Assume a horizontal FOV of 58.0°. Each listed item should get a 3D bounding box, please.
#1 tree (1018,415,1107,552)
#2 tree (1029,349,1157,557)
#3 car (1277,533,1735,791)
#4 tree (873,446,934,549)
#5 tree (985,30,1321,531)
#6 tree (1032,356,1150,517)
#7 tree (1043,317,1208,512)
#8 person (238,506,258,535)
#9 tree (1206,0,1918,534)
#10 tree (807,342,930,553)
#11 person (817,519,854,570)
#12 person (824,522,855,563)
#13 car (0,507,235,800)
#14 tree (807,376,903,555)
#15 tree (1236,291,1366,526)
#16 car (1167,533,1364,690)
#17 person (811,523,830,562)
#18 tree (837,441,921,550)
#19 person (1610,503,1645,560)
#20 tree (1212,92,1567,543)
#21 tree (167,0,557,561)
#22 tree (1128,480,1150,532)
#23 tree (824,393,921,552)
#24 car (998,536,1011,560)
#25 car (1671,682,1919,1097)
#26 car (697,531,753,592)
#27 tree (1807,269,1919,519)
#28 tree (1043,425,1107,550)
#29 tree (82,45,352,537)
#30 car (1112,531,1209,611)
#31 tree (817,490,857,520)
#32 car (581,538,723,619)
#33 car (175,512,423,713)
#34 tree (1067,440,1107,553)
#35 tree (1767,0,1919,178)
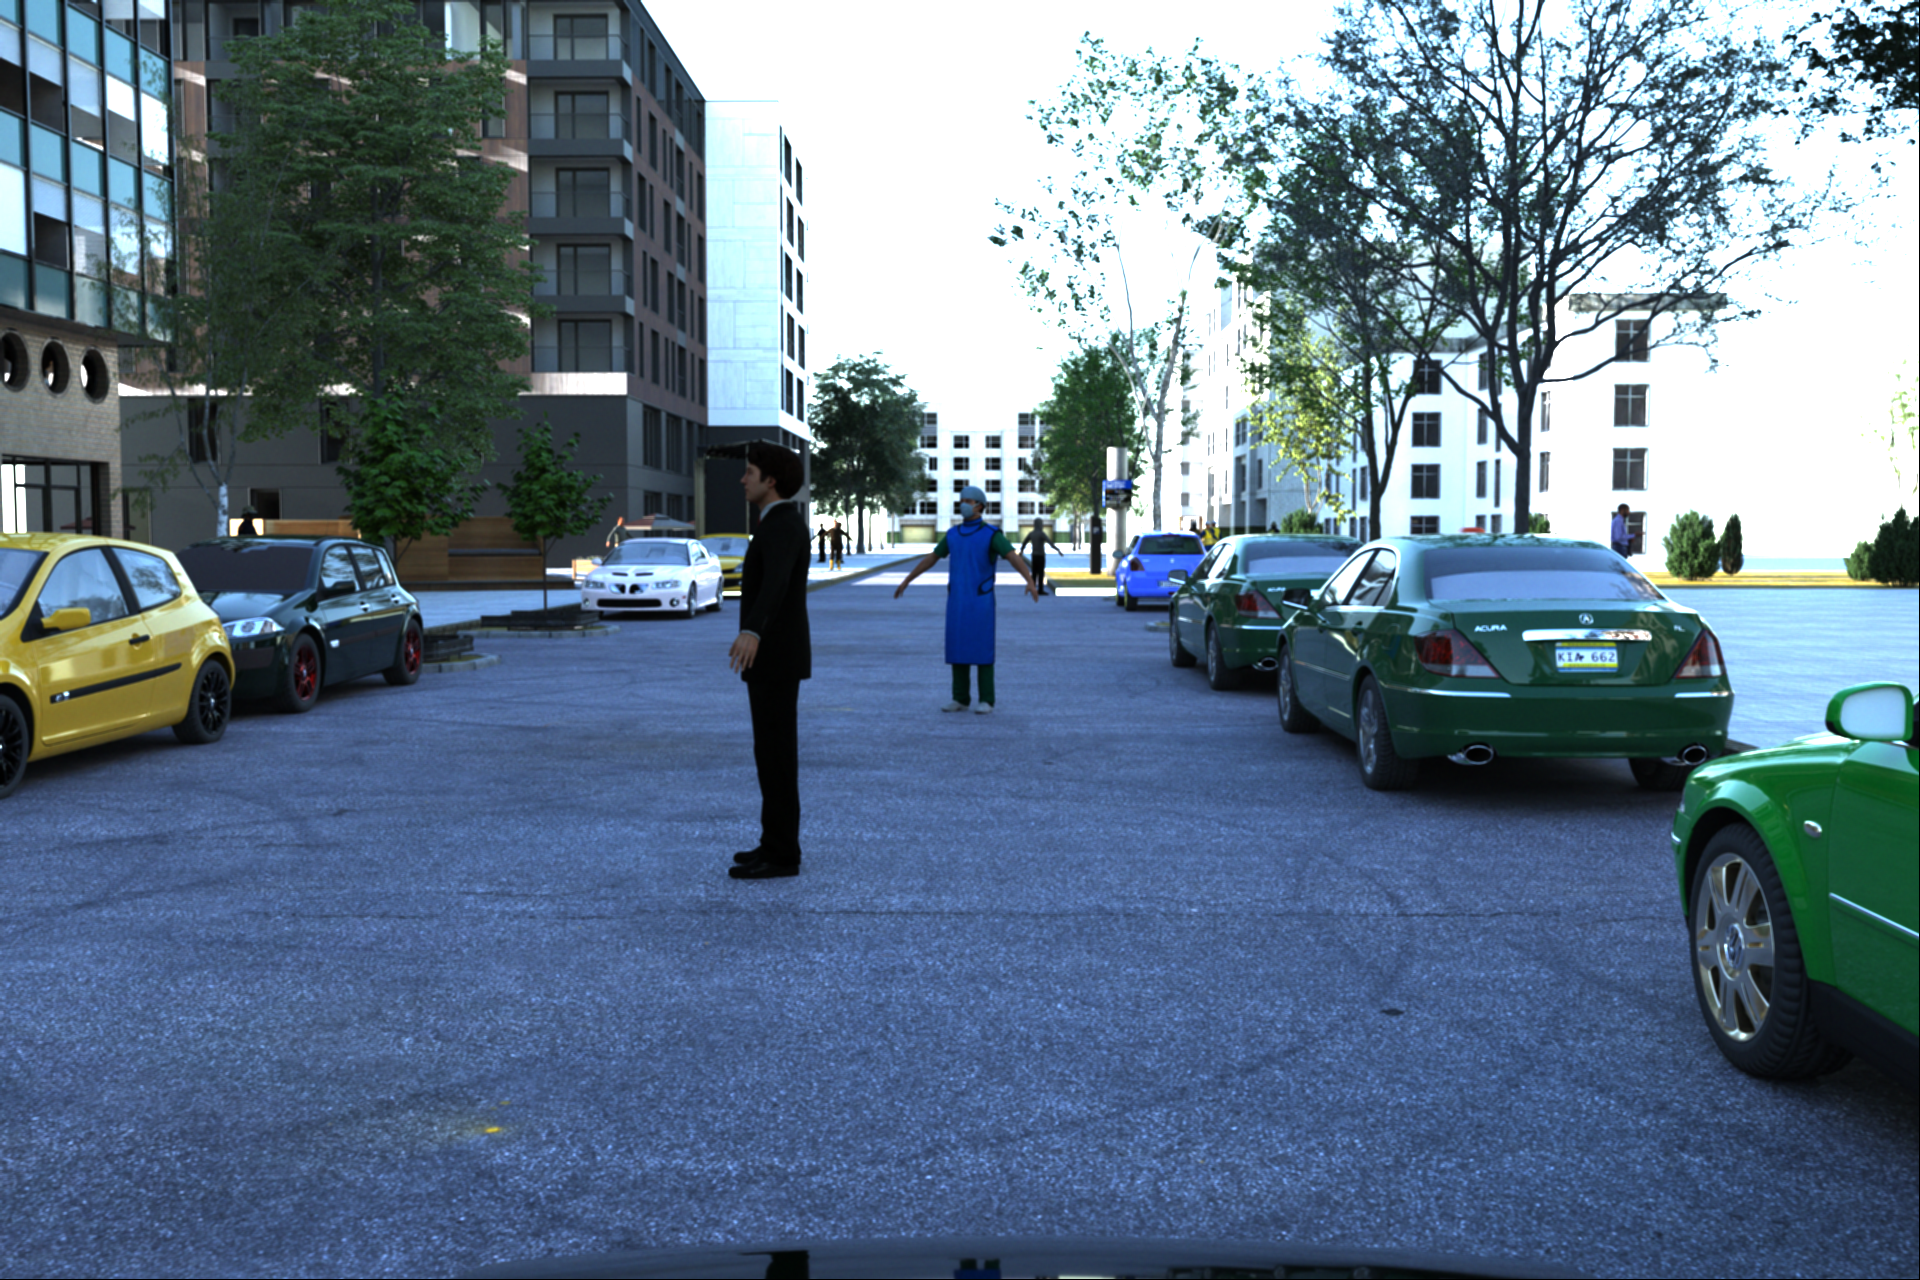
[{"bbox_3d":[8.264,-11.713,125.920,8.767,10.594,7.601,1,4,11],"label":"tree"},{"bbox_3d":[7.663,-10.526,97.856,9.928,11.665,9.643,0,3,0],"label":"tree"},{"bbox_3d":[3.222,0.043,11.099,2.131,1.459,4.920,0,4,1],"label":"car"},{"bbox_3d":[-5.474,-13.012,147.156,8.767,10.594,7.601,3,5,42],"label":"tree"},{"bbox_3d":[6.969,-12.800,65.167,12.611,20.169,13.585,0,3,0],"label":"tree"},{"bbox_3d":[8.402,-11.753,110.286,7.486,12.596,7.792,0,3,0],"label":"tree"},{"bbox_3d":[7.797,-9.543,81.790,9.928,11.665,9.643,0,3,0],"label":"tree"},{"bbox_3d":[-14.105,-1.749,34.465,0.704,1.845,1.351,0,4,-5],"label":"person"},{"bbox_3d":[9.134,-7.199,28.079,12.009,13.543,11.850,0,3,0],"label":"tree"},{"bbox_3d":[-6.701,-12.708,114.431,9.857,13.997,8.962,0,3,0],"label":"tree"},{"bbox_3d":[-4.466,-3.422,62.093,1.346,1.812,0.704,0,4,-7],"label":"person"},{"bbox_3d":[-5.300,-4.270,75.966,1.345,1.843,0.704,-1,4,-16],"label":"person"},{"bbox_3d":[-5.972,-0.016,10.488,2.015,1.641,3.980,0,4,1],"label":"car"},{"bbox_3d":[-6.990,-10.345,103.550,7.601,10.594,8.767,-2,4,-28],"label":"tree"},{"bbox_3d":[10.496,-6.213,51.948,4.737,8.622,4.395,0,3,0],"label":"tree"},{"bbox_3d":[3.210,-0.336,17.296,2.131,1.459,4.920,0,4,0],"label":"car"},{"bbox_3d":[-6.288,-4.423,78.542,0.704,1.802,1.346,-3,5,-42],"label":"person"},{"bbox_3d":[-6.434,-12.296,135.455,7.601,10.594,8.767,1,4,21],"label":"tree"},{"bbox_3d":[12.193,-1.575,31.660,0.599,1.838,0.709,1,4,17],"label":"person"},{"bbox_3d":[9.830,-6.996,40.135,9.928,11.665,9.643,0,3,0],"label":"tree"},{"bbox_3d":[-11.974,-7.152,35.063,7.486,12.596,7.792,0,3,0],"label":"tree"},{"bbox_3d":[24.426,-17.411,235.033,4.737,8.622,4.395,0,3,0],"label":"tree"},{"bbox_3d":[-6.365,-12.147,124.358,9.928,11.665,9.643,0,3,0],"label":"tree"},{"bbox_3d":[1.919,-5.446,98.628,1.945,1.707,3.694,0,4,1],"label":"car"},{"bbox_3d":[2.886,0.343,3.190,1.959,1.807,4.718,0,4,2],"label":"car"},{"bbox_3d":[-5.342,-1.786,39.424,2.015,1.641,3.980,0,4,1],"label":"car"},{"bbox_3d":[26.122,-5.936,47.414,4.360,8.622,3.978,0,3,0],"label":"tree"},{"bbox_3d":[9.900,-13.514,139.086,7.486,12.596,7.792,0,3,0],"label":"tree"},{"bbox_3d":[-11.221,-4.631,26.073,4.360,8.622,3.978,0,3,0],"label":"tree"},{"bbox_3d":[3.933,-1.462,33.496,1.945,1.707,3.694,0,4,1],"label":"car"},{"bbox_3d":[-17.143,-18.981,236.094,9.928,11.665,9.643,0,3,0],"label":"tree"},{"bbox_3d":[-5.390,-1.127,30.786,2.083,1.381,4.827,0,4,2],"label":"car"},{"bbox_3d":[-6.066,-0.325,15.102,2.009,1.686,4.222,0,4,1],"label":"car"},{"bbox_3d":[8.603,-10.369,119.895,4.737,8.622,4.395,0,3,0],"label":"tree"},{"bbox_3d":[9.650,-4.766,12.339,7.601,10.594,8.767,-1,4,-12],"label":"tree"}]
